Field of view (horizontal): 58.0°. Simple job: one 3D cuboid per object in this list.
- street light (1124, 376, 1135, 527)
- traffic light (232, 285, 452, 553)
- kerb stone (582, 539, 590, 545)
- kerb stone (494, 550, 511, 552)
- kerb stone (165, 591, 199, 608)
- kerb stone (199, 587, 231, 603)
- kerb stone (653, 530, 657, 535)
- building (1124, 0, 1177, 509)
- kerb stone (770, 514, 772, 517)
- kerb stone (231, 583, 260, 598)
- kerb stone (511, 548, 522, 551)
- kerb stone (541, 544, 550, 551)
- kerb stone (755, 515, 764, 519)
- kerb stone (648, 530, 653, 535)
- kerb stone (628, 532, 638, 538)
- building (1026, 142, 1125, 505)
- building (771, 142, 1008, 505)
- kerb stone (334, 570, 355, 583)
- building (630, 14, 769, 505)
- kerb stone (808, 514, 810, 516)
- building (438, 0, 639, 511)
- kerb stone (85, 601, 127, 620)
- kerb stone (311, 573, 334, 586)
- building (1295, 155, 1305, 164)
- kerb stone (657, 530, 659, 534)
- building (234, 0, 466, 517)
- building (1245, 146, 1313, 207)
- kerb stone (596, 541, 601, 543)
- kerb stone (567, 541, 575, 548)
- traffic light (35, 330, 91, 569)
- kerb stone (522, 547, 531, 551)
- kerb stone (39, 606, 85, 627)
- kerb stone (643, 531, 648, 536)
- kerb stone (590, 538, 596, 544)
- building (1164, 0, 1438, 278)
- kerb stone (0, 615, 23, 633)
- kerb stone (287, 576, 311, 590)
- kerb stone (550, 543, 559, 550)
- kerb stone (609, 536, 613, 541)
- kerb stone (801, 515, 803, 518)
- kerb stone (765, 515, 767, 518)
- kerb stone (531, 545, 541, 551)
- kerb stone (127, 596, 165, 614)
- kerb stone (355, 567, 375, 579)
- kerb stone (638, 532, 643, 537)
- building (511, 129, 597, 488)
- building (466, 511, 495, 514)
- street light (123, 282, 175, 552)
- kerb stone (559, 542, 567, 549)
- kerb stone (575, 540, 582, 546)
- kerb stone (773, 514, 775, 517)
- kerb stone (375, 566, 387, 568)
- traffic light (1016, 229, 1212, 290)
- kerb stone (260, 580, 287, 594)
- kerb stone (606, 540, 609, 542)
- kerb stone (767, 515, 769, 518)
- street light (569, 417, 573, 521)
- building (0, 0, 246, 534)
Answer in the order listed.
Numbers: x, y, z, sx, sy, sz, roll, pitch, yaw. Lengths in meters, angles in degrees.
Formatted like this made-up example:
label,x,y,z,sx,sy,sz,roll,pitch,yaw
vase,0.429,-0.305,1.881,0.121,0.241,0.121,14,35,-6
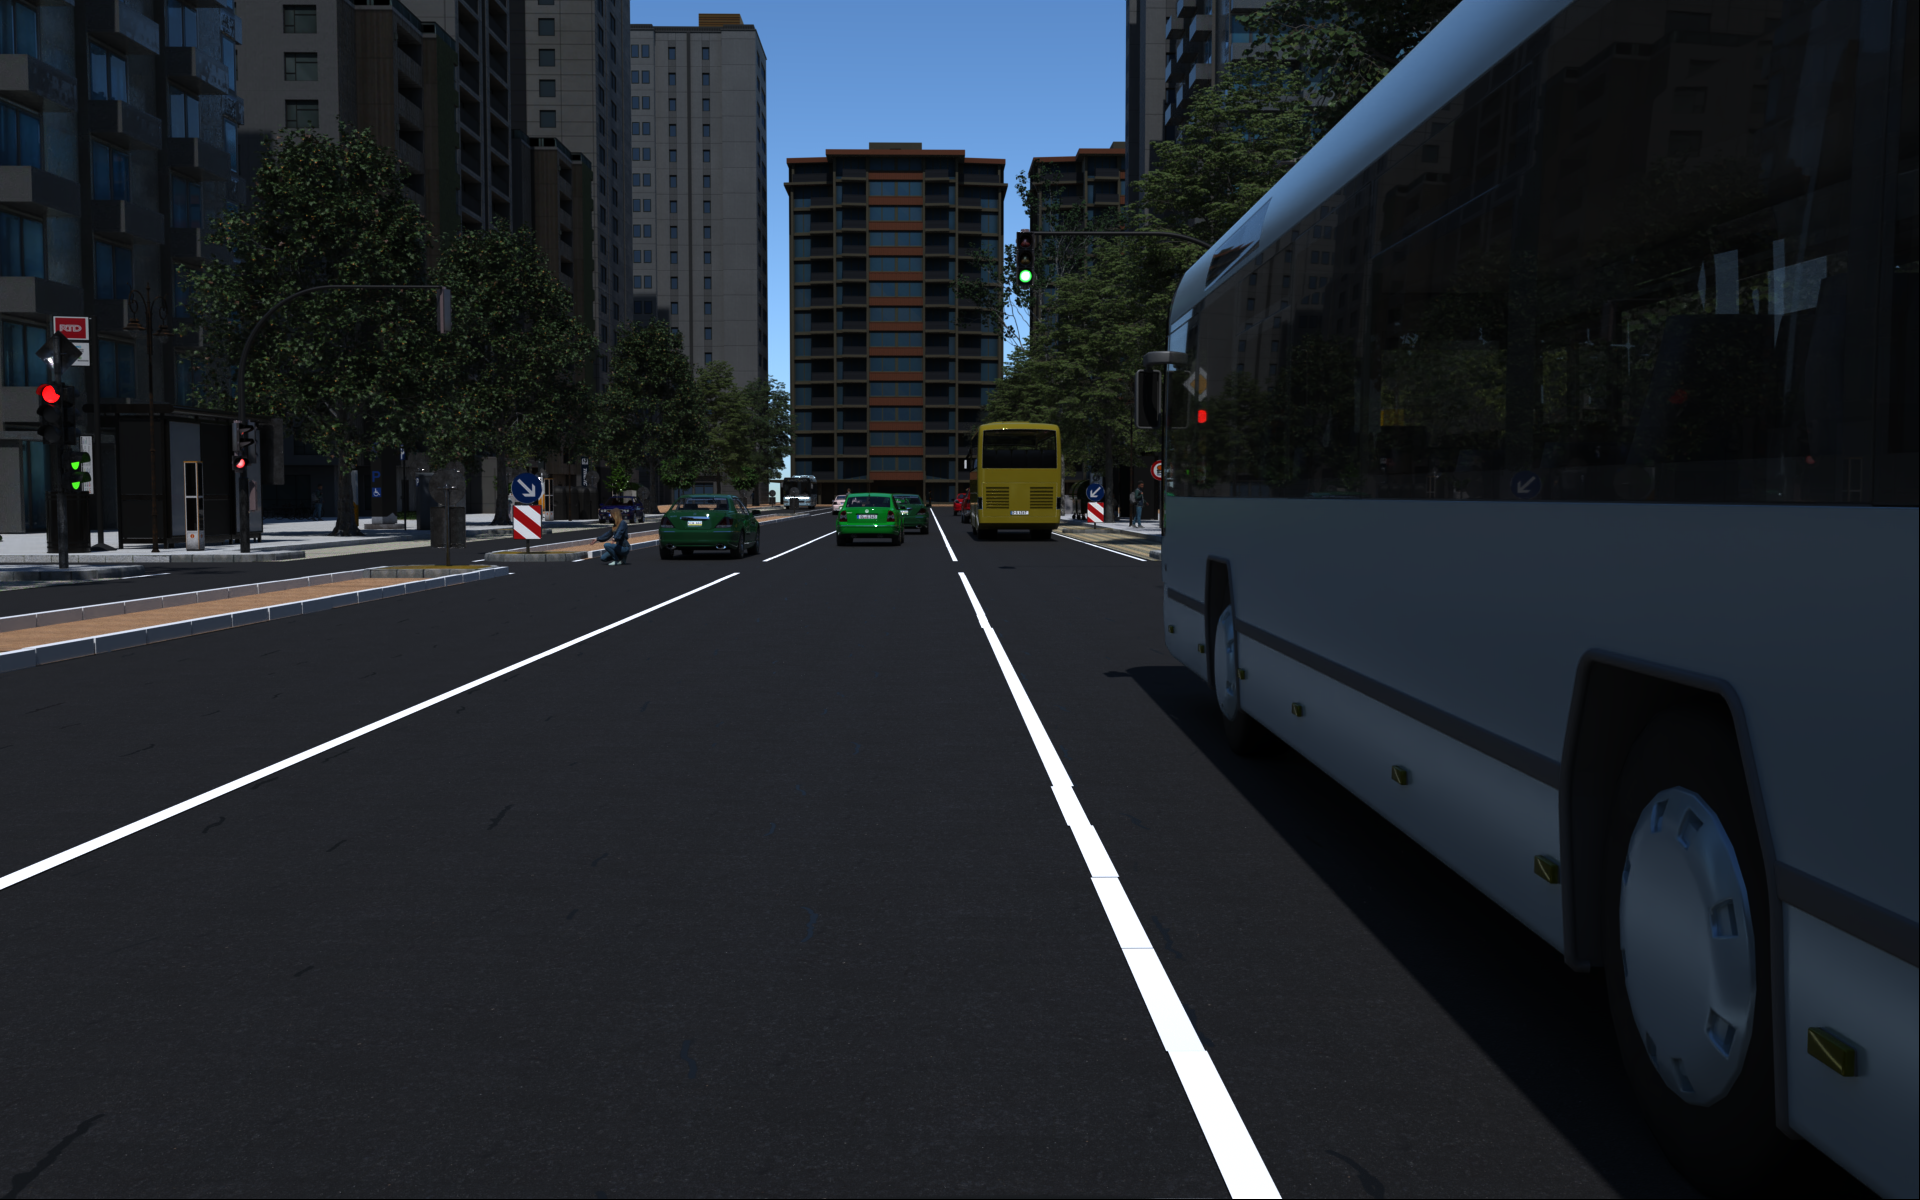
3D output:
label,x,y,z,sx,sy,sz,roll,pitch,yaw
street light,6.743,-5.833,68.157,0.468,5.910,1.993,0,4,-1
traffic light,-13.512,-3.862,37.807,4.771,5.953,1.251,0,4,-1
kerb stone,-10.544,-1.591,48.230,0.120,0.150,1.000,0,4,-1
kerb stone,-10.355,-1.028,39.011,0.120,0.150,1.000,0,4,-1
kerb stone,-10.002,0.007,22.080,0.120,0.150,1.000,0,4,-1
kerb stone,-10.020,-0.055,23.102,0.120,0.150,1.000,0,4,-1
kerb stone,-10.799,-2.344,60.512,0.120,0.150,1.000,0,4,-1
building,26.172,-38.036,163.883,21.231,58.520,28.212,0,4,-1
kerb stone,-11.733,-5.101,105.589,0.120,0.150,1.000,0,4,-1
kerb stone,-10.045,-0.118,24.128,0.120,0.150,1.000,0,4,-1
kerb stone,-10.371,-1.084,40.036,0.120,0.150,1.000,0,4,-1
kerb stone,-10.439,-1.279,43.106,0.120,0.150,1.000,0,4,-1
kerb stone,-11.630,-4.787,100.465,0.120,0.150,1.000,0,4,-1
kerb stone,-10.776,-2.280,59.487,0.120,0.150,1.000,0,4,-1
kerb stone,-10.709,-2.093,56.418,0.120,0.150,1.000,0,4,-1
building,21.434,-34.463,218.099,28.867,44.769,22.147,0,4,-1
building,-8.745,-34.494,218.593,28.867,44.769,22.147,0,4,-1
kerb stone,-10.125,-0.369,28.232,0.120,0.150,1.000,0,4,-1
building,-38.403,-41.250,216.438,28.212,58.520,21.231,0,4,-1
kerb stone,-9.704,-5.295,108.840,0.120,0.150,1.000,0,4,-1
building,-43.122,-44.496,165.766,20.611,71.187,20.563,0,4,-1
kerb stone,-9.958,0.132,20.032,0.120,0.150,1.000,0,4,-1
kerb stone,-10.108,-0.307,27.207,0.120,0.150,1.000,0,4,-1
building,23.054,-14.799,78.120,11.583,22.565,21.152,0,4,-1
kerb stone,-10.823,-2.406,61.534,0.120,0.150,1.000,0,4,-1
building,-37.927,-20.137,100.944,14.160,30.474,14.107,0,4,-1
building,23.464,-15.906,101.866,13.314,21.916,24.055,0,4,-1
kerb stone,-10.598,-1.718,50.281,0.120,0.150,1.000,0,4,-1
kerb stone,-10.505,-1.467,46.174,0.120,0.150,1.000,0,4,-1
traffic light,-15.435,-2.497,29.745,0.839,4.253,0.868,0,4,-1
kerb stone,-10.399,-1.151,41.058,0.120,0.150,1.000,0,4,-1
kerb stone,-9.937,0.195,19.011,0.120,0.150,1.000,0,4,-1
kerb stone,-10.757,-2.216,58.465,0.120,0.150,1.000,0,4,-1
kerb stone,-10.567,-1.655,49.254,0.120,0.150,1.000,0,4,-1
building,28.060,-31.498,134.599,23.786,49.044,30.456,0,4,-1
kerb stone,-9.910,0.257,17.988,0.120,0.150,1.000,0,4,-1
kerb stone,-10.091,-0.238,26.176,0.120,0.150,1.000,0,4,-1
kerb stone,-10.459,-1.342,44.130,0.120,0.150,1.000,0,4,-1
kerb stone,-10.637,-1.843,52.329,0.120,0.150,1.000,0,4,-1
kerb stone,-9.582,-4.923,102.690,0.120,0.150,1.000,0,4,-1
kerb stone,-11.675,-4.913,102.519,0.120,0.150,1.000,0,4,-1
kerb stone,-10.409,-1.212,42.085,0.120,0.150,1.000,0,4,-1
kerb stone,-9.981,0.070,21.058,0.120,0.150,1.000,0,4,-1
kerb stone,-10.151,-0.428,29.255,0.120,0.150,1.000,0,4,-1
kerb stone,-10.730,-2.156,57.440,0.120,0.150,1.000,0,4,-1
building,-37.871,-22.535,140.149,14.160,30.474,14.107,0,4,-1
building,-40.746,-41.790,121.516,20.563,71.187,20.611,0,4,-1
street light,-17.699,-3.984,37.929,0.468,5.910,1.993,0,4,-1
kerb stone,-10.481,-1.404,45.152,0.120,0.150,1.000,0,4,-1
kerb stone,-10.522,-1.529,47.201,0.120,0.150,1.000,0,4,-1
kerb stone,-11.783,-5.219,107.635,0.120,0.150,1.000,0,4,-1
kerb stone,-10.172,-0.494,30.279,0.120,0.150,1.000,0,4,-1
traffic light,3.332,-3.385,30.009,4.771,5.953,1.251,0,4,-1
kerb stone,-10.059,-0.180,25.154,0.120,0.150,1.000,0,4,-1
kerb stone,-10.612,-1.780,51.305,0.120,0.150,1.000,0,4,-1
kerb stone,-11.699,-4.975,103.541,0.120,0.150,1.000,0,4,-1
street light,-18.572,-6.701,82.344,0.468,5.910,1.993,0,4,-1
building,-40.670,-27.041,61.725,23.786,49.044,30.456,0,4,-1
